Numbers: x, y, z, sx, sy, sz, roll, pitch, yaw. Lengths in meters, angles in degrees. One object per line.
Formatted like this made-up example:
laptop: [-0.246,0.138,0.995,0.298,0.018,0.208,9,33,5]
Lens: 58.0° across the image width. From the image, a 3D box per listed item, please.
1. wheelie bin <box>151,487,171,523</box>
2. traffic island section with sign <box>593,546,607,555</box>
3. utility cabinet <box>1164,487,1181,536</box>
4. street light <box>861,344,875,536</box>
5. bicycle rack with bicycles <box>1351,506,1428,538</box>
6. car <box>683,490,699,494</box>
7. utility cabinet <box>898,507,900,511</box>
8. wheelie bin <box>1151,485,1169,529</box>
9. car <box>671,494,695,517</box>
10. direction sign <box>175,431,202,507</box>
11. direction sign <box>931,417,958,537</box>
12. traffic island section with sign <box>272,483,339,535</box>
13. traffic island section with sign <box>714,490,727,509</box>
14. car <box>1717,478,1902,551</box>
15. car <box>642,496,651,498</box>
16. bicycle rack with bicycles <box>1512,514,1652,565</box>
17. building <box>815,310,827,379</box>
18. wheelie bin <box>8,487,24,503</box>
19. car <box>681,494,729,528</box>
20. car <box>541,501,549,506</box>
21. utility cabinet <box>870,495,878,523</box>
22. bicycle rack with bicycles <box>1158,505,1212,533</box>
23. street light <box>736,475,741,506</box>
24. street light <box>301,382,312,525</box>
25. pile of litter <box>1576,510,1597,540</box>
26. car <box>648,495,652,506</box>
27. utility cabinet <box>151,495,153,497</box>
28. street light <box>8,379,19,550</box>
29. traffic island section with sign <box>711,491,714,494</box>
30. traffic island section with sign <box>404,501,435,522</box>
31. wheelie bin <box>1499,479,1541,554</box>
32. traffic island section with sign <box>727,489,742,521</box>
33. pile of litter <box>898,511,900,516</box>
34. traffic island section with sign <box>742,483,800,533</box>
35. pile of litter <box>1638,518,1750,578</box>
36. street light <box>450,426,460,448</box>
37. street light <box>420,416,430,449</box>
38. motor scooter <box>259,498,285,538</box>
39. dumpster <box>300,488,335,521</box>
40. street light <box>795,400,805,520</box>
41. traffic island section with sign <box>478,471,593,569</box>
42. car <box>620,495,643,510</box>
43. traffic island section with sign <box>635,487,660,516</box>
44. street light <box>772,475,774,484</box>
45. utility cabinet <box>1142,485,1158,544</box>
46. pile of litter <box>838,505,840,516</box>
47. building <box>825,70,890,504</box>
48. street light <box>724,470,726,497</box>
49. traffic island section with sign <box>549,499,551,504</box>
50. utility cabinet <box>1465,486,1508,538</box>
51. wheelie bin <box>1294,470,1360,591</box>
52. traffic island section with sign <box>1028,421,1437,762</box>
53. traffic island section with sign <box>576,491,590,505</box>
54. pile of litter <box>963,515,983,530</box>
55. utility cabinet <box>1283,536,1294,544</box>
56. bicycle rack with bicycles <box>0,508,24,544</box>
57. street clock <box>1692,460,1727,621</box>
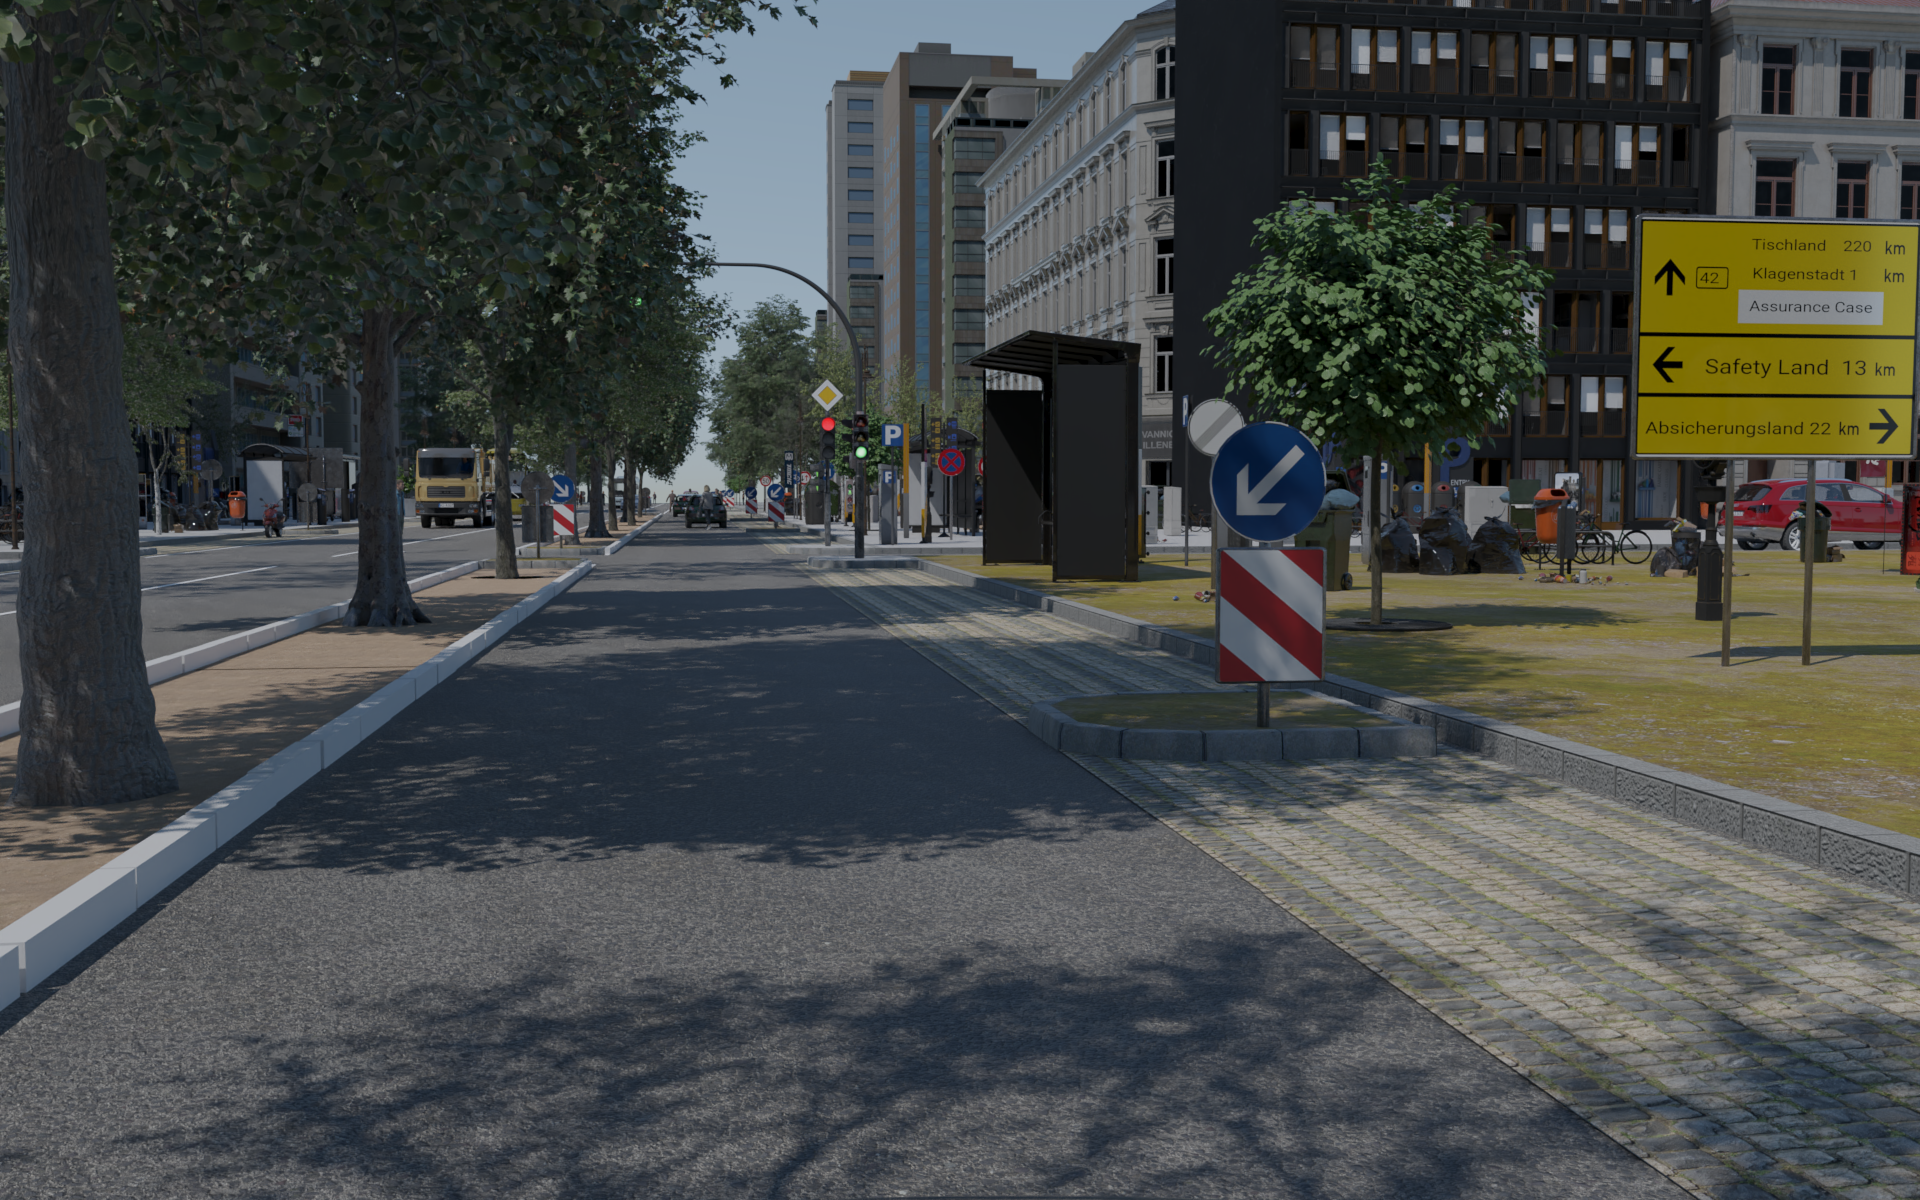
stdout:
wheelie bin: [-33.923,-4.016,73.577,0.693,1.594,0.980,-1,4,-14]
traffic island section with sign: [-9.453,-2.025,41.245,2.006,1.907,1.989,-1,4,-9]
utility cabinet: [6.542,-2.726,53.246,0.318,1.500,1.173,0,4,-5]
street light: [-2.922,-4.928,53.360,0.468,5.910,1.993,-1,4,-9]
bicycle rack with bicycles: [12.260,-2.294,50.882,2.925,0.926,2.852,3,5,43]
car: [-28.291,-10.607,182.104,2.281,1.827,5.304,-1,4,-9]
utility cabinet: [-4.387,-6.217,110.326,1.173,1.500,0.318,1,4,13]
wheelie bin: [7.281,-3.366,62.934,0.980,1.594,0.693,0,4,6]
car: [-17.196,-6.074,109.103,2.009,1.686,4.222,0,4,-8]
direction sign: [-27.713,-4.300,62.301,0.876,3.537,0.379,0,4,-7]
direction sign: [-0.472,-3.632,51.381,0.876,3.537,0.379,2,4,25]
traffic island section with sign: [-23.222,-3.236,61.539,1.989,1.847,2.006,-1,4,-9]
traffic island section with sign: [-18.747,-8.059,140.385,1.989,1.847,2.006,-1,4,-9]
car: [21.246,-2.051,42.208,5.304,1.827,2.281,-1,4,-9]
car: [-36.828,-11.695,200.259,2.155,1.783,4.494,0,4,-8]
bicycle rack with bicycles: [11.257,-1.143,32.067,2.925,0.926,2.852,1,4,16]
building: [-15.753,-30.534,270.924,14.160,30.474,14.107,-1,4,-9]
wheelie bin: [-40.337,-4.053,74.178,0.693,1.594,0.980,-1,4,-19]
car: [-10.885,-3.931,74.063,2.009,1.686,4.222,-1,4,-10]
car: [-29.711,-6.841,120.895,2.155,1.783,4.494,-1,4,-8]
utility cabinet: [-3.964,-4.100,78.199,0.306,1.237,1.020,-1,4,-18]
bicycle rack with bicycles: [7.664,-2.735,58.095,2.852,0.926,2.925,-2,4,-32]
street light: [-27.116,-14.517,210.138,0.468,5.910,1.993,-1,4,-9]
street light: [-26.850,-6.026,71.320,0.468,5.910,1.993,-1,4,-9]
pile of litter: [17.251,-2.121,48.646,1.719,0.858,1.176,-3,4,-38]
car: [-38.713,-12.256,212.386,2.014,1.417,4.499,-1,4,-10]
utility cabinet: [-39.376,-4.489,84.555,0.306,1.237,1.020,-3,4,-39]
street light: [-21.870,-4.106,39.918,0.468,5.910,1.993,-1,4,-9]
traffic island section with sign: [-23.022,-9.749,168.017,1.989,1.847,2.006,-1,4,-9]
traffic island section with sign: [-27.357,-4.865,88.176,1.989,1.847,2.006,-1,4,-9]
wheelie bin: [12.028,-1.780,37.014,0.980,1.594,0.693,1,4,15]
traffic island section with sign: [-11.193,-5.085,91.769,1.989,1.847,2.006,-1,4,-9]
pile of litter: [-3.304,-5.418,102.552,1.719,0.858,1.176,2,4,27]
traffic island section with sign: [-7.046,-3.446,64.969,1.989,1.847,2.006,-1,4,-9]
pile of litter: [11.537,-0.798,27.010,1.719,0.858,1.176,0,4,-3]
street light: [-33.748,-8.743,115.743,0.468,5.910,1.993,-1,4,-9]
street light: [-31.703,-7.948,102.741,0.468,5.910,1.993,-1,4,-9]
motor scooter: [-22.674,-2.719,57.228,0.815,1.314,1.986,-1,4,-9]
dumpster: [-29.863,-4.570,80.476,1.264,1.857,1.865,-1,4,-9]
street light: [-7.811,-6.854,84.843,0.468,5.910,1.993,-1,4,-9]
traffic island section with sign: [-8.327,-1.577,33.924,2.006,1.907,1.989,-1,4,-9]
car: [-29.211,-8.681,154.290,2.083,1.381,4.827,0,4,-7]
traffic island section with sign: [-20.983,-6.566,115.497,2.006,1.907,1.989,-1,4,-9]
street light: [-12.563,-8.776,116.281,0.468,5.910,1.993,-1,4,-9]
utility cabinet: [4.475,-2.158,43.970,1.173,1.500,0.318,-2,4,-32]
pile of litter: [-5.844,-4.685,90.566,1.176,0.858,1.719,1,4,15]
building: [-8.602,-43.246,249.075,21.231,58.520,28.212,-1,4,-9]
street light: [-37.179,-18.448,274.414,0.468,5.910,1.993,-1,4,-9]
traffic island section with sign: [-39.354,-9.595,165.502,1.989,1.847,2.006,-1,4,-9]
utility cabinet: [15.163,-2.520,49.889,1.173,1.500,0.318,-1,4,-8]
wheelie bin: [4.838,-0.924,23.015,0.980,1.594,0.693,3,4,37]
traffic island section with sign: [1.462,-0.096,10.196,1.989,1.847,2.006,-1,4,-9]
traffic island section with sign: [-47.794,-12.921,219.888,1.989,1.847,2.006,-1,4,-9]
pile of litter: [0.807,-2.949,62.173,1.176,0.858,1.719,-2,4,-24]
utility cabinet: [8.240,-2.164,44.068,1.173,1.500,0.318,-3,5,-44]
bicycle rack with bicycles: [-24.849,-1.910,44.605,2.925,0.926,2.852,-1,4,-14]
street clock: [7.603,-0.792,17.525,0.358,2.002,0.471,-1,4,-11]
